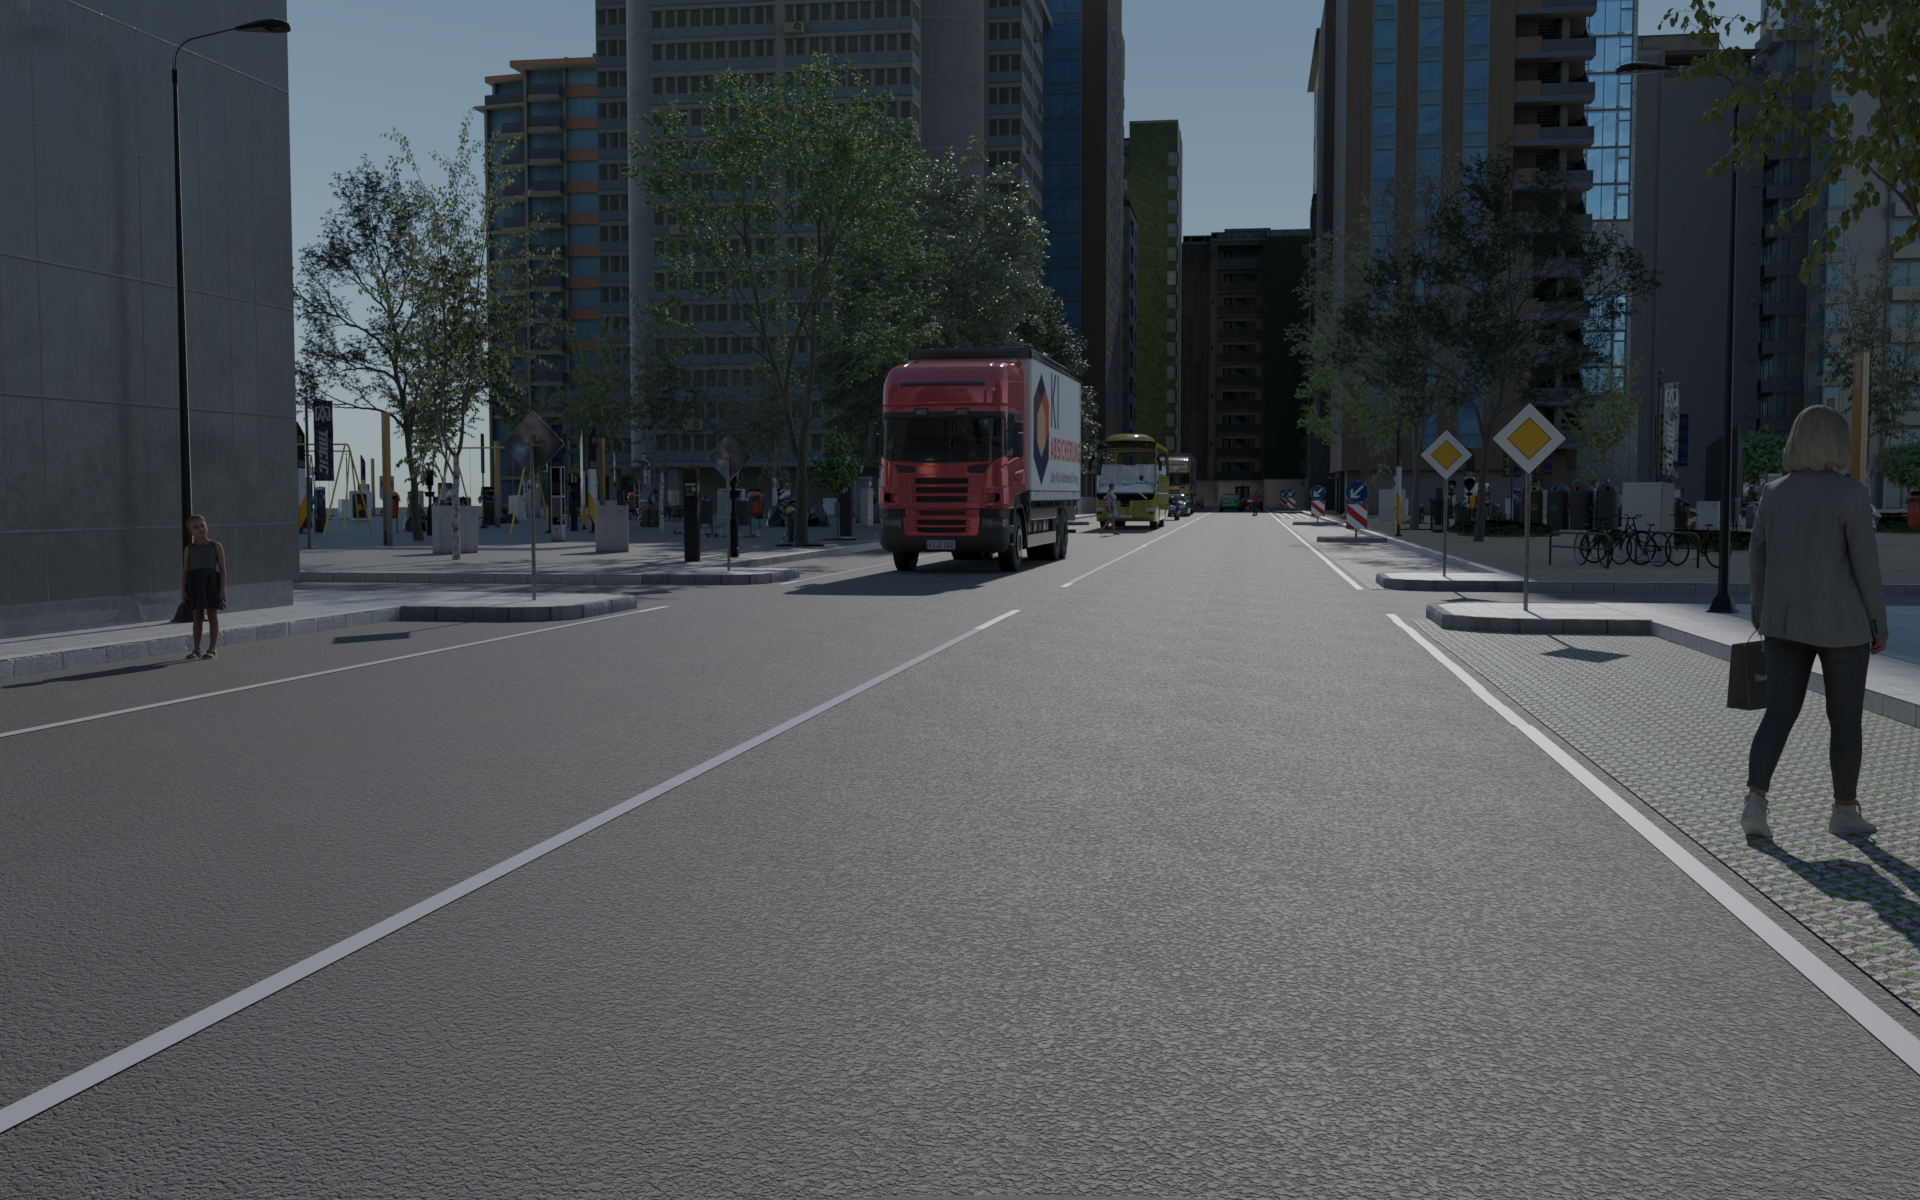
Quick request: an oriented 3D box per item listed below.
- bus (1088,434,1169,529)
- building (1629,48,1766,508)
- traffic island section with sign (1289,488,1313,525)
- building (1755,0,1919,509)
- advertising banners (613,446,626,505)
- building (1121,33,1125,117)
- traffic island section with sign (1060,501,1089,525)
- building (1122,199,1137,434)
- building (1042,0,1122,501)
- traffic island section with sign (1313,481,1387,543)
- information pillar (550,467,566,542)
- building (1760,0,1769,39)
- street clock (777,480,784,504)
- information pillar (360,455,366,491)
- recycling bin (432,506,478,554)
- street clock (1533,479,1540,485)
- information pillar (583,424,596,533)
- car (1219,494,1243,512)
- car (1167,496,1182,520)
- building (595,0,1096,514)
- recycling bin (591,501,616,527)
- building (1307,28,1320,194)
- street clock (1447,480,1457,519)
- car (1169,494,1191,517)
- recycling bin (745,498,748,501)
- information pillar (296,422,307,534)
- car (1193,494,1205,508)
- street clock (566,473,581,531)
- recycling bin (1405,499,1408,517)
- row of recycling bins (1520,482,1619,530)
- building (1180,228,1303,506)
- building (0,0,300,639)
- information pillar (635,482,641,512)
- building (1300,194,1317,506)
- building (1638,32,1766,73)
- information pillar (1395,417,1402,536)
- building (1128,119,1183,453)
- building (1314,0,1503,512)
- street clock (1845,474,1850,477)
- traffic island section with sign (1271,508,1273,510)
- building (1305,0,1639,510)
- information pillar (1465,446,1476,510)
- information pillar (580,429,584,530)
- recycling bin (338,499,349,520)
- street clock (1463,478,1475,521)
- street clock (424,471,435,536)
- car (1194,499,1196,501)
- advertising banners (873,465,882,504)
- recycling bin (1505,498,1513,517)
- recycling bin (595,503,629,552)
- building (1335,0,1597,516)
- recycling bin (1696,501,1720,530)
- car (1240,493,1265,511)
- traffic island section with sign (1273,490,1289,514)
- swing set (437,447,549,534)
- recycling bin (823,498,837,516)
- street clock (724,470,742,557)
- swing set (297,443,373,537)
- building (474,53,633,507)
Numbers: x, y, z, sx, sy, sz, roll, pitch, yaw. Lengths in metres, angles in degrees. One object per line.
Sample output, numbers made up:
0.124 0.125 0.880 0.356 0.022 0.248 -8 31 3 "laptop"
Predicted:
7.460 -5.059 74.260 2.896 3.916 12.252 1 4 9 "bus"
65.959 -29.314 162.876 14.086 41.232 14.154 1 4 9 "building"
16.286 -4.334 79.492 1.989 1.847 2.006 1 4 9 "traffic island section with sign"
87.880 -32.710 154.411 30.456 49.044 23.786 1 4 9 "building"
-12.633 -4.160 64.209 0.090 3.025 2.074 0 4 0 "advertising banners"
6.528 -28.437 148.538 14.154 41.232 14.086 1 4 9 "building"
4.943 -4.365 79.998 1.989 1.847 2.006 1 4 9 "traffic island section with sign"
10.429 -24.519 172.593 14.107 30.474 14.160 1 4 9 "building"
5.043 -29.617 134.350 14.600 45.320 14.200 1 4 9 "building"
11.653 -2.626 51.564 1.989 1.847 2.006 1 4 9 "traffic island section with sign"
-10.751 -2.558 46.319 0.304 2.012 0.304 0 4 5 "information pillar"
97.533 -45.511 182.358 20.611 71.187 20.563 1 4 9 "building"
-9.365 -5.191 89.442 0.471 2.002 0.358 2 4 27 "street clock"
-35.582 -6.845 103.262 0.183 3.616 0.504 1 4 9 "information pillar"
-10.975 -1.535 37.646 0.722 1.027 0.722 3 5 39 "recycling bin"
26.985 -4.681 81.106 0.358 2.002 0.471 2 4 30 "street clock"
-12.201 -4.042 57.445 0.183 3.616 0.504 1 4 13 "information pillar"
21.801 -7.985 139.350 1.959 1.807 4.718 1 4 11 "car"
11.255 -5.078 95.604 1.945 1.354 3.894 1 4 8 "car"
-7.349 -26.015 117.233 32.217 40.220 23.993 1 4 9 "building"
-13.768 -3.328 66.969 0.722 1.027 0.722 2 4 25 "recycling bin"
53.107 -36.993 194.069 27.495 52.752 28.713 1 4 9 "building"
25.289 -5.174 89.159 0.471 2.002 0.358 -1 4 -17 "street clock"
13.750 -6.050 110.722 2.131 1.459 4.920 1 4 11 "car"
-12.819 -5.619 104.429 0.722 1.027 0.722 0 4 3 "recycling bin"
-21.375 -3.964 56.174 0.183 3.616 0.504 0 4 6 "information pillar"
23.943 -10.153 176.225 2.015 1.641 3.980 1 4 10 "car"
-13.358 -3.387 59.948 0.471 2.002 0.358 2 4 29 "street clock"
24.346 -5.098 95.906 0.722 1.027 0.722 -1 4 -9 "recycling bin"
21.896 -3.373 62.259 3.534 1.692 1.069 3 5 39 "row of recycling bins"
31.421 -25.652 191.118 14.107 30.474 14.160 1 4 9 "building"
-23.258 -12.069 16.400 30.058 24.678 14.314 1 4 9 "building"
-18.976 -5.969 102.085 0.304 2.012 0.304 1 4 11 "information pillar"
40.779 -24.208 167.500 14.160 30.474 14.107 1 4 9 "building"
76.718 -34.424 186.534 21.600 48.544 21.300 1 4 9 "building"
13.287 -3.735 52.417 0.183 3.616 0.504 1 4 22 "information pillar"
17.562 -31.179 193.376 14.086 41.232 14.154 1 4 9 "building"
38.772 -30.761 153.059 14.600 45.320 14.200 1 4 9 "building"
31.566 -3.479 61.459 0.471 2.002 0.358 -2 4 -33 "street clock"
28.717 -8.916 154.404 1.989 1.847 2.006 1 4 9 "traffic island section with sign"
38.101 -49.931 129.048 22.319 86.520 31.000 1 4 9 "building"
24.764 -5.676 84.161 0.504 3.616 0.183 0 4 2 "information pillar"
-13.624 -4.357 62.587 0.183 3.616 0.504 -1 4 -22 "information pillar"
-30.829 -4.562 87.146 0.722 1.027 0.722 -3 4 -36 "recycling bin"
22.309 -4.362 75.888 0.471 2.002 0.358 0 4 3 "street clock"
-16.361 -2.989 53.444 0.358 2.002 0.471 -1 4 -12 "street clock"
17.605 -7.630 137.113 2.083 1.381 4.827 1 4 9 "car"
-5.196 -6.572 103.642 2.074 3.025 0.090 3 5 42 "advertising banners"
31.625 -5.280 98.883 0.722 1.027 0.722 -3 4 -39 "recycling bin"
-7.733 -1.585 38.462 0.722 1.027 0.722 -1 4 -12 "recycling bin"
30.667 -27.991 107.757 14.600 45.320 14.200 1 4 9 "building"
26.151 -2.937 60.572 0.722 1.027 0.722 1 4 20 "recycling bin"
25.056 -8.515 148.262 2.155 1.783 4.494 1 4 10 "car"
24.242 -7.267 127.444 1.989 1.847 2.006 1 4 9 "traffic island section with sign"
-15.655 -3.662 57.489 3.119 2.851 2.862 1 4 14 "swing set"
-7.699 -5.525 102.882 0.722 1.027 0.722 1 4 11 "recycling bin"
-4.613 -1.876 35.238 0.358 2.002 0.471 0 4 6 "street clock"
-20.141 -3.426 53.634 3.119 2.851 2.862 1 4 11 "swing set"
-31.905 -31.800 174.559 28.867 44.769 22.147 1 4 9 "building"
